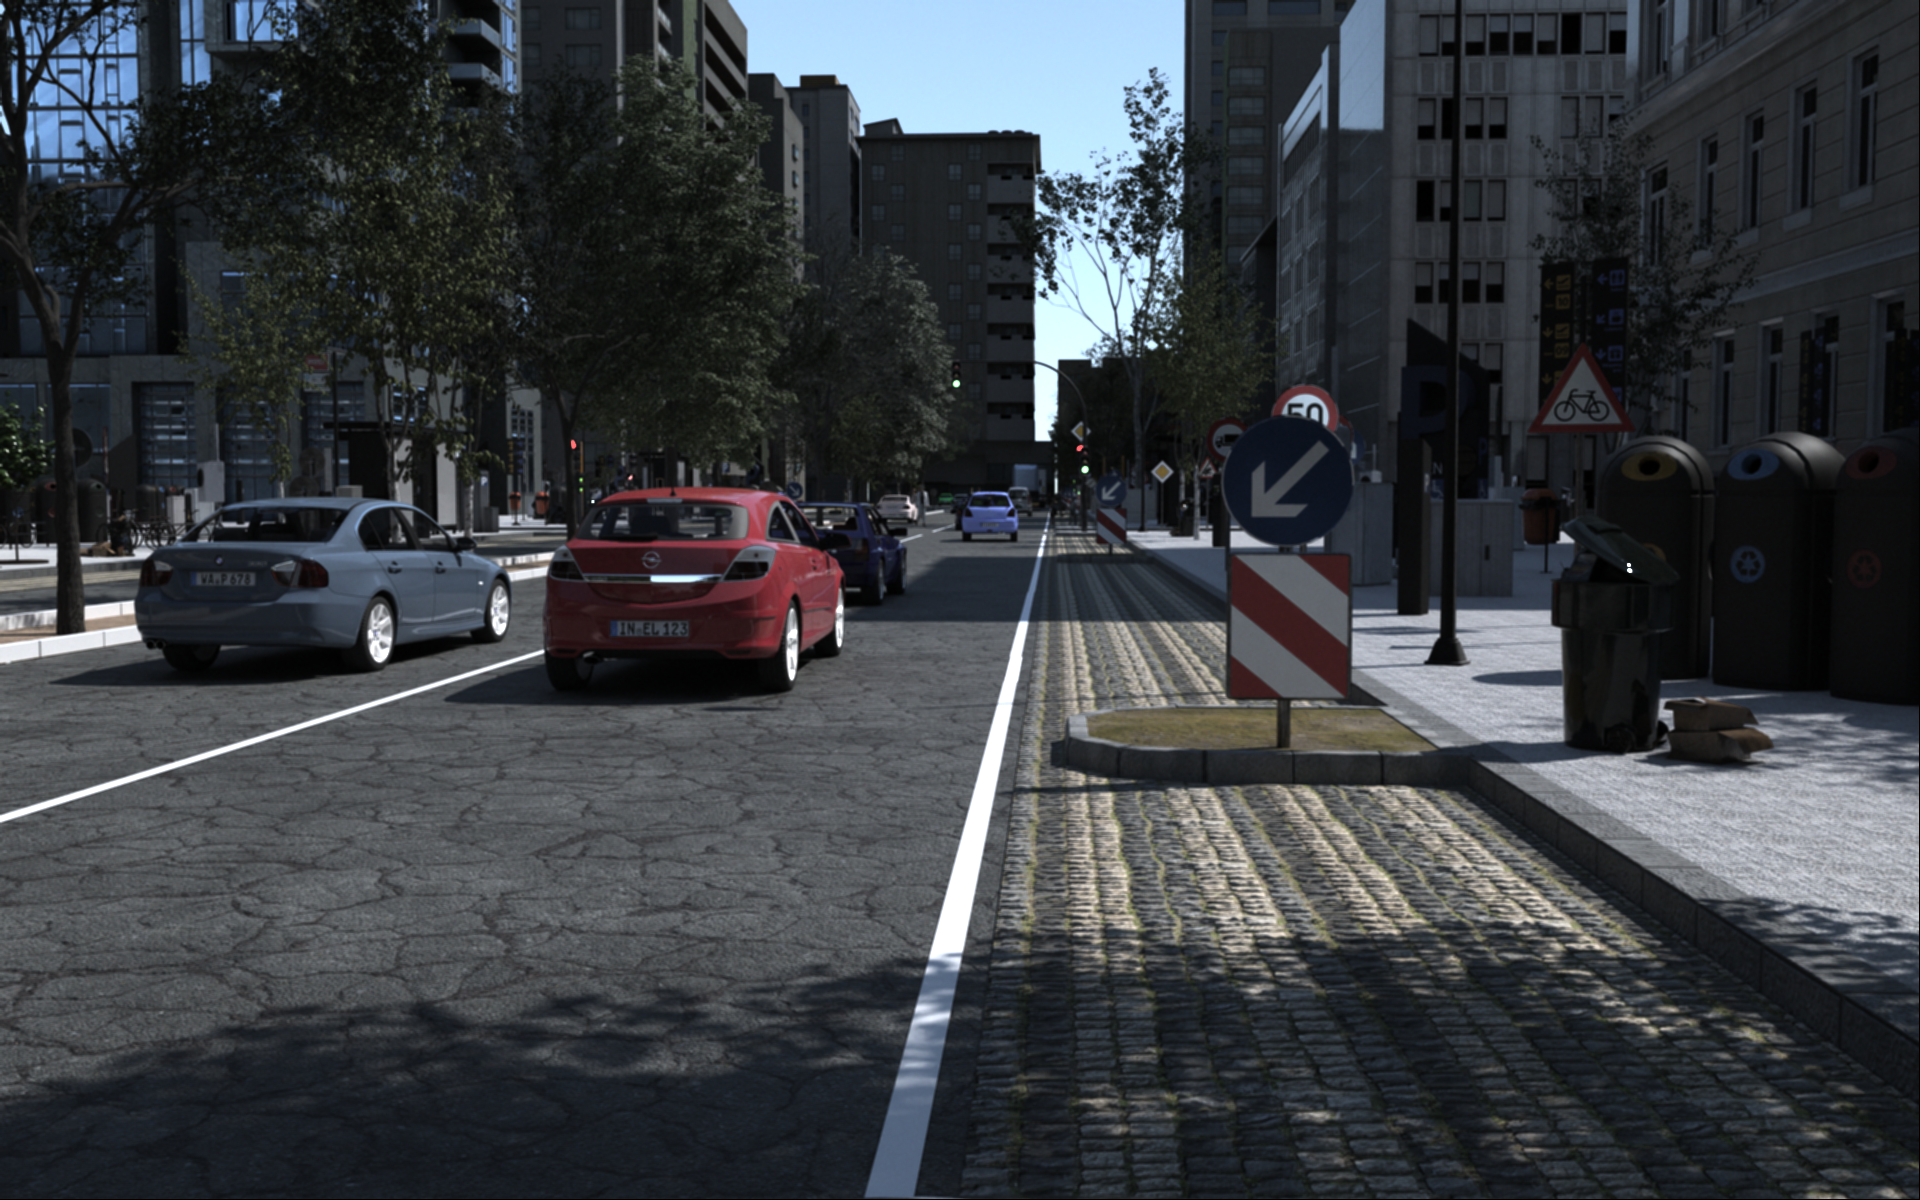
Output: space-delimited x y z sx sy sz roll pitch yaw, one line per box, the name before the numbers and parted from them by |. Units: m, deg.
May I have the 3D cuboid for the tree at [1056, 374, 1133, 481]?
tree | 12.076 -13.639 148.754 9.928 11.665 9.643 0 3 0

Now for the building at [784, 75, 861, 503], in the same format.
building | -28.507 -43.142 247.376 28.212 58.520 21.231 0 4 3

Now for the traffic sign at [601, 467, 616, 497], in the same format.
traffic sign | -16.305 -4.906 80.315 0.768 2.556 0.104 1 4 12

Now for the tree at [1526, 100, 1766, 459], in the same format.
tree | 12.504 -5.036 32.698 4.360 8.622 3.978 0 3 0

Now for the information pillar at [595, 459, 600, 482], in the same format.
information pillar | -24.368 -7.676 116.850 0.504 3.616 0.183 -1 4 -22

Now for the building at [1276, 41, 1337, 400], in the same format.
building | 25.726 -17.277 100.497 12.078 24.808 19.932 0 4 3

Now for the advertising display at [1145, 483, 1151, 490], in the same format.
advertising display | 11.140 -5.851 100.885 0.974 1.923 0.123 0 4 2

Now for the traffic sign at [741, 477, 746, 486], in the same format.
traffic sign | -15.357 -7.619 124.684 0.768 2.556 0.104 0 4 4

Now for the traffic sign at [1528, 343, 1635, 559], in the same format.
traffic sign | 5.360 -0.917 14.994 0.884 2.594 0.081 1 4 9

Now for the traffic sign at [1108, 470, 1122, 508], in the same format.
traffic sign | 8.039 -5.487 89.821 0.768 2.556 0.104 1 4 11

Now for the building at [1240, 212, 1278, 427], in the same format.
building | 28.960 -18.749 125.614 14.314 24.678 30.058 0 4 3

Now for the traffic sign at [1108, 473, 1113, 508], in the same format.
traffic sign | 8.498 -5.894 96.480 0.768 2.556 0.104 0 4 7

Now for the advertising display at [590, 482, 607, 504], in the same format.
advertising display | -19.447 -5.355 92.764 0.974 1.923 0.123 3 4 37

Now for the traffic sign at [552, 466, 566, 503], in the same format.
traffic sign | -17.969 -4.754 77.839 0.768 2.556 0.104 0 4 5

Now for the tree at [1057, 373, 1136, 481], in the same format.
tree | 12.739 -14.934 162.294 7.486 12.596 7.792 0 3 0

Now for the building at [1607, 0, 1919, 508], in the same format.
building | 22.899 -15.232 34.949 13.634 28.700 20.117 0 4 3

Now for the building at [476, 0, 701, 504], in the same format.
building | -27.731 -27.222 128.672 14.154 41.232 14.086 0 4 3

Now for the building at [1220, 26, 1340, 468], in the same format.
building | 30.384 -28.873 155.664 14.154 41.232 14.086 0 4 3

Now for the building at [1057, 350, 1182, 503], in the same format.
building | 28.496 -24.683 248.610 28.899 21.520 27.650 0 4 3

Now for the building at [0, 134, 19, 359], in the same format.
building | -65.424 -15.192 93.421 28.899 21.520 27.650 0 4 3

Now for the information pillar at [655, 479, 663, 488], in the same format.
information pillar | -14.200 -4.732 81.859 0.304 2.012 0.304 -2 4 -26

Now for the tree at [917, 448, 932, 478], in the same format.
tree | -7.522 -17.307 217.375 8.767 10.594 7.601 -2 4 -25

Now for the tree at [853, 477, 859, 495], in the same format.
tree | -10.293 -10.979 174.109 1.663 3.219 1.824 0 3 0

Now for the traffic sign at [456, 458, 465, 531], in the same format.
traffic sign | -17.495 -3.682 60.309 0.768 2.556 0.104 0 4 4

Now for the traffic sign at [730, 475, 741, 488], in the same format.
traffic sign | -14.774 -6.960 113.902 0.768 2.556 0.104 1 4 8

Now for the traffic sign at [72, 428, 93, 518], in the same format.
traffic sign | -17.063 -2.035 33.381 0.768 2.556 0.104 1 4 10

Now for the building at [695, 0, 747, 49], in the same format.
building | -31.262 -32.478 154.709 21.300 48.544 21.600 0 4 3

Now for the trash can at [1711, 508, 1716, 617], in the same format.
trash can | 7.822 -0.408 18.321 0.748 1.137 0.748 0 3 0

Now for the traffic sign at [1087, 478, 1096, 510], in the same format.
traffic sign | 10.329 -8.346 136.568 0.768 2.556 0.104 1 4 12

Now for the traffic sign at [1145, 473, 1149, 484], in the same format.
traffic sign | 10.345 -6.016 98.468 0.768 2.556 0.104 1 4 9

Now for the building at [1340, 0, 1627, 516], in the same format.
building | 28.678 -16.092 81.128 19.932 24.808 12.078 0 4 3

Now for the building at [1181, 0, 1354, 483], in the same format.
building | 35.091 -39.664 190.509 21.231 58.520 28.212 0 4 3

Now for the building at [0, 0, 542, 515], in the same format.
building | -36.797 -47.761 93.568 22.319 86.520 31.000 0 4 3

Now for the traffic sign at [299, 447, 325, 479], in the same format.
traffic sign | -17.493 -2.854 46.762 0.768 2.556 0.104 1 4 10

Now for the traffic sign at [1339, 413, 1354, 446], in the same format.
traffic sign | 5.638 -1.620 26.594 0.768 2.556 0.104 1 4 12

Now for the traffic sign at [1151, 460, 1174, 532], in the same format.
traffic sign | 6.890 -3.537 59.023 0.795 2.450 0.064 0 4 6

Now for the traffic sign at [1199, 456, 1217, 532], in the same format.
traffic sign | 8.401 -3.596 58.801 0.884 2.594 0.081 1 4 10

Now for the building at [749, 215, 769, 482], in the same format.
building | -27.193 -24.537 172.887 14.160 30.474 14.107 0 4 3

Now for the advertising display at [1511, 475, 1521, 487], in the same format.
advertising display | 18.468 -3.202 57.563 0.123 1.923 0.974 0 4 7

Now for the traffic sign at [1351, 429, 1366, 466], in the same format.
traffic sign | 7.336 -2.015 33.059 0.768 2.556 0.104 1 4 11

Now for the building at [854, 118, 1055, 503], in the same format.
building | 0.055 -40.448 250.564 27.495 52.752 28.713 0 4 3

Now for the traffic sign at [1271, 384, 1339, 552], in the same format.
traffic sign | 4.012 -1.229 20.204 0.768 2.556 0.104 1 4 10

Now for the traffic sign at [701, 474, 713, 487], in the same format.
traffic sign | -15.796 -6.597 107.975 0.768 2.556 0.104 0 4 7

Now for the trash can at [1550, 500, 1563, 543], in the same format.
trash can | 15.341 -2.051 45.188 0.748 1.137 0.748 0 3 0

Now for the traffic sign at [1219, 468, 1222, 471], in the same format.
traffic sign | 10.325 -3.976 67.134 0.606 2.300 0.079 0 4 4

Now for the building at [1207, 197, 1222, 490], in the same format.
building | 31.214 -24.363 170.041 14.160 30.474 14.107 0 4 3

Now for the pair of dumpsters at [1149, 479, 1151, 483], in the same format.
pair of dumpsters | 11.691 -6.184 103.602 1.574 2.255 4.437 0 4 3

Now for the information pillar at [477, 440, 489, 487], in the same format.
information pillar | -20.566 -5.101 74.752 0.504 3.616 0.183 1 4 14

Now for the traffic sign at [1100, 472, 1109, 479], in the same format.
traffic sign | 8.381 -6.047 98.970 0.768 2.556 0.104 1 4 12

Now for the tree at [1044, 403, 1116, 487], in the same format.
tree | 15.518 -19.088 218.739 9.857 13.997 8.962 0 3 0

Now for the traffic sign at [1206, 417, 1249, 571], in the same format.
traffic sign | 4.470 -1.758 28.857 0.768 2.556 0.104 0 4 5

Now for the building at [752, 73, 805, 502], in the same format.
building | -29.753 -35.102 197.625 21.600 48.544 21.300 0 4 3

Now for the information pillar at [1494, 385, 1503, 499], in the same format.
information pillar | 11.700 -2.832 37.653 0.183 3.616 0.504 1 4 10
